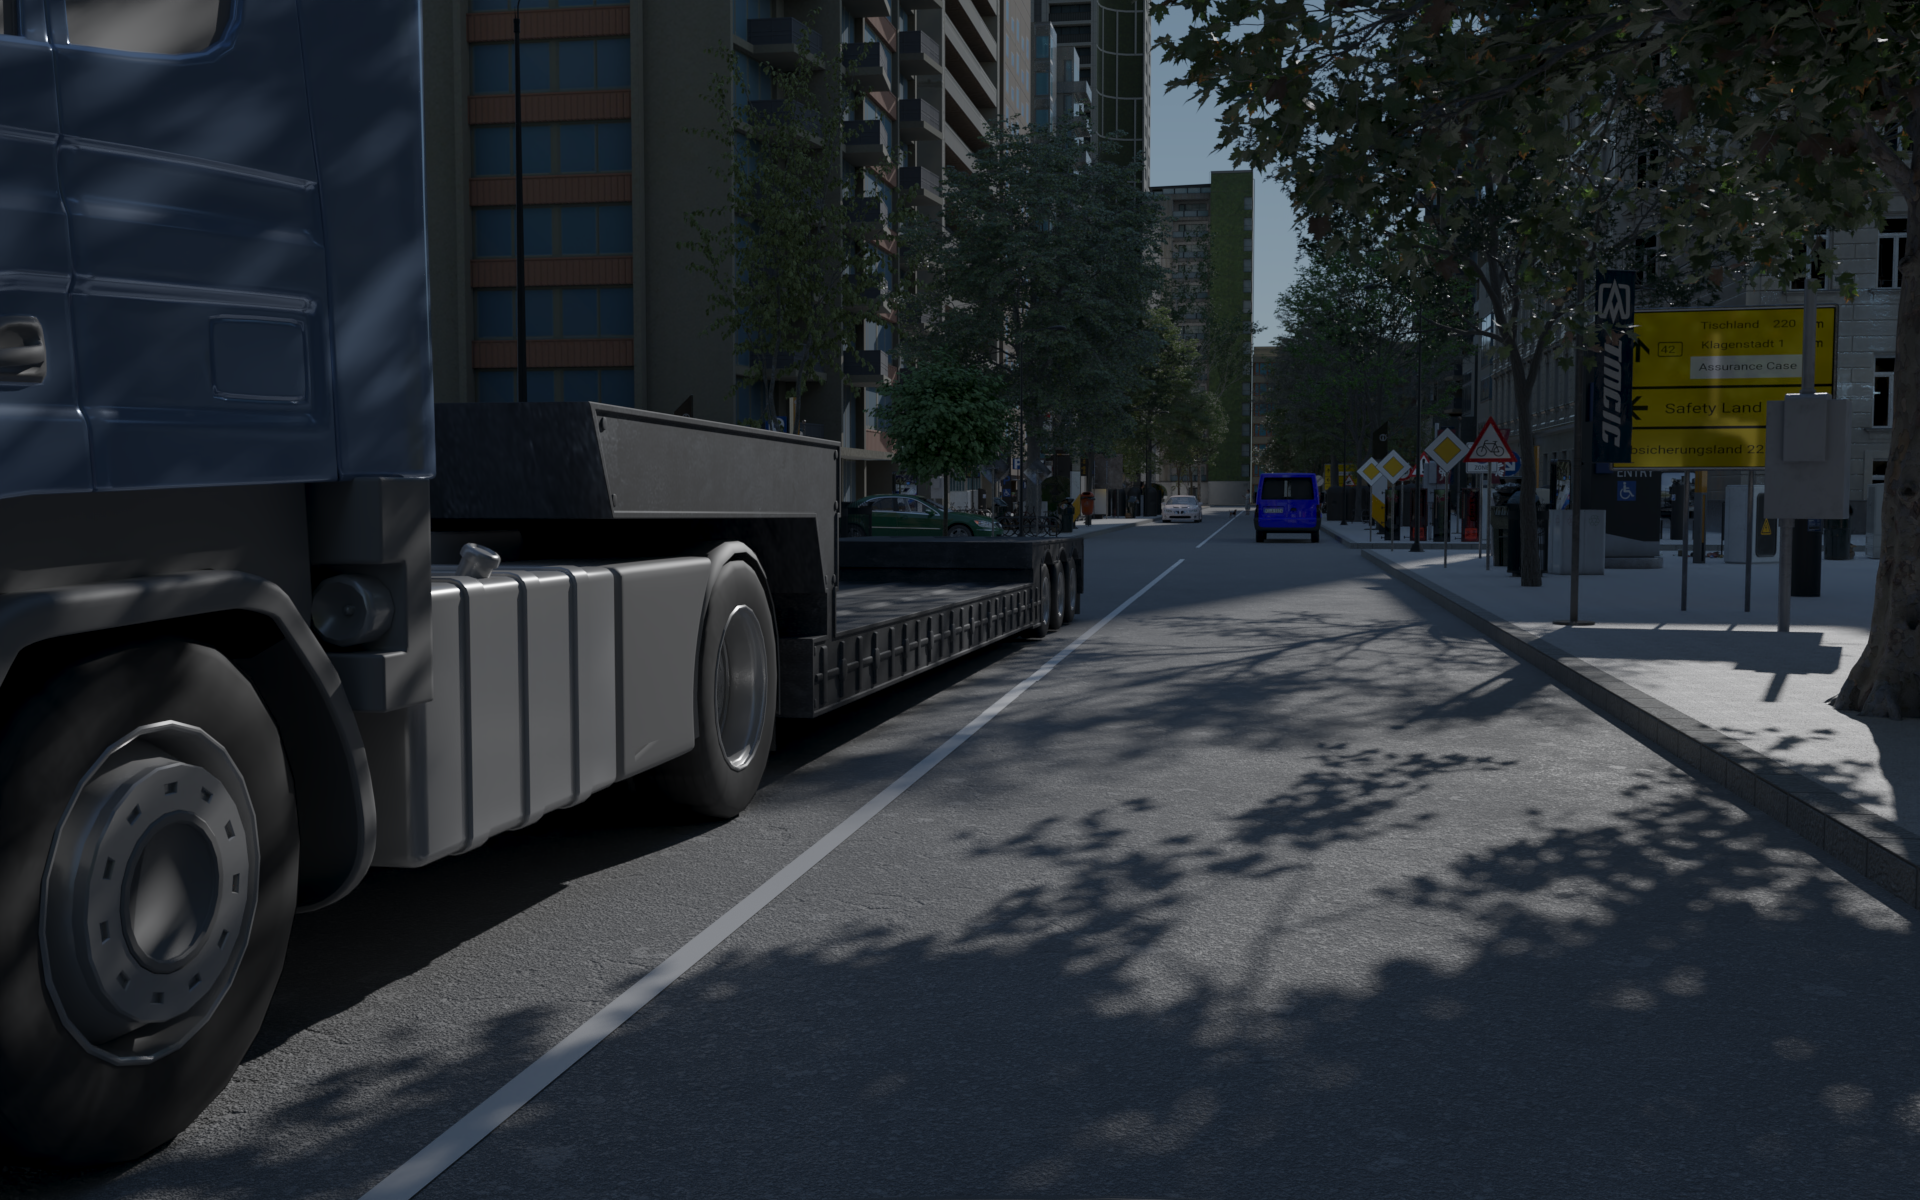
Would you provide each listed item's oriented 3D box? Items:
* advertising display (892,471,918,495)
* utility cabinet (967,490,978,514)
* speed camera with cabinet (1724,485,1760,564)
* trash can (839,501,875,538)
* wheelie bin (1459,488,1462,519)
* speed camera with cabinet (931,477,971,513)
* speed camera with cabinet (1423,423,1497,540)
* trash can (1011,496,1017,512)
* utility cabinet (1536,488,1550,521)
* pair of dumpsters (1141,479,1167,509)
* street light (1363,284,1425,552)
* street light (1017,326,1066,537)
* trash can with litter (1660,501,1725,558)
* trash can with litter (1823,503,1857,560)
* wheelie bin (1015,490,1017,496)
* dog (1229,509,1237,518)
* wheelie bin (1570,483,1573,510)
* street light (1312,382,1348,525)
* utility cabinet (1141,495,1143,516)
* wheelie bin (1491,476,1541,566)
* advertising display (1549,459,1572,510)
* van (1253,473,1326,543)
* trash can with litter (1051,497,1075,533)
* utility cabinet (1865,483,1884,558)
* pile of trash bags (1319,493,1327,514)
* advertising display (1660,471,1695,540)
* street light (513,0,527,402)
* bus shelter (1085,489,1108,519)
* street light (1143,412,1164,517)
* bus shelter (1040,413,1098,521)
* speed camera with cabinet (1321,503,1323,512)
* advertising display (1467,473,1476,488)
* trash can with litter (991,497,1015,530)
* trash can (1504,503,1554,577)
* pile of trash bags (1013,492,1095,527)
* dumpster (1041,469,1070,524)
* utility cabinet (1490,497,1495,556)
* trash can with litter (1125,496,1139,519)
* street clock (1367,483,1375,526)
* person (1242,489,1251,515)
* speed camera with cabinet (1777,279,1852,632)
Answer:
[{"bbox_3d":[-1.535,-2.635,48.290,0.123,1.923,0.974,3,4,38],"label":"advertising display"},{"bbox_3d":[0.639,-5.351,96.175,0.318,1.500,1.173,-1,4,-22],"label":"utility cabinet"},{"bbox_3d":[15.119,-2.319,32.245,2.038,3.252,0.660,-2,4,-32],"label":"speed camera with cabinet"},{"bbox_3d":[-2.020,-1.355,33.813,0.748,1.137,0.748,0,3,0],"label":"trash can"},{"bbox_3d":[26.217,-4.998,89.629,0.980,1.594,0.693,3,5,41],"label":"wheelie bin"},{"bbox_3d":[-0.483,-5.937,91.404,2.038,3.252,0.660,1,4,18],"label":"speed camera with cabinet"},{"bbox_3d":[13.986,-3.298,48.255,2.038,3.252,0.660,1,4,19],"label":"speed camera with cabinet"},{"bbox_3d":[3.568,-6.297,114.606,0.748,1.137,0.748,0,3,0],"label":"trash can"},{"bbox_3d":[21.983,-3.496,65.836,1.173,1.500,0.318,-3,5,-42],"label":"utility cabinet"},{"bbox_3d":[12.577,-6.719,112.346,1.574,2.255,4.437,1,4,10],"label":"pair of dumpsters"},{"bbox_3d":[9.606,-4.026,38.361,1.470,5.913,1.316,1,4,10],"label":"street light"},{"bbox_3d":[2.239,-4.614,47.979,1.470,5.913,1.316,1,4,10],"label":"street light"},{"bbox_3d":[15.375,-1.477,35.204,2.233,1.210,1.678,3,4,37],"label":"trash can with litter"},{"bbox_3d":[17.152,-1.375,33.869,0.624,1.170,1.055,3,4,37],"label":"trash can with litter"},{"bbox_3d":[4.189,-6.860,120.072,0.980,1.594,0.693,2,4,27],"label":"wheelie bin"},{"bbox_3d":[16.533,-5.239,104.952,0.406,0.507,0.540,1,4,19],"label":"dog"},{"bbox_3d":[17.406,-2.487,48.572,0.980,1.594,0.693,1,4,14],"label":"wheelie bin"},{"bbox_3d":[15.315,-6.047,71.408,1.470,5.913,1.316,1,4,10],"label":"street light"},{"bbox_3d":[10.899,-5.615,102.964,0.306,1.237,1.020,3,5,39],"label":"utility cabinet"},{"bbox_3d":[9.832,-1.393,30.684,0.693,1.594,0.980,-2,4,-34],"label":"wheelie bin"},{"bbox_3d":[11.233,-1.664,32.424,0.123,1.923,0.974,2,4,35],"label":"advertising display"},{"bbox_3d":[9.992,-2.954,52.681,2.240,2.365,5.245,1,4,11],"label":"van"},{"bbox_3d":[3.341,-2.820,57.491,0.624,1.170,1.055,-2,4,-33],"label":"trash can with litter"},{"bbox_3d":[18.243,-1.575,34.432,0.318,1.500,1.173,1,4,21],"label":"utility cabinet"},{"bbox_3d":[23.885,-6.414,114.616,1.912,1.369,3.447,1,4,15],"label":"pile of trash bags"},{"bbox_3d":[20.303,-2.677,48.977,0.974,1.923,0.123,2,4,29],"label":"advertising display"},{"bbox_3d":[-3.375,-2.616,15.319,1.470,5.913,1.316,1,4,10],"label":"street light"},{"bbox_3d":[7.196,-5.931,90.895,2.014,3.302,5.546,1,4,10],"label":"bus shelter"},{"bbox_3d":[11.035,-7.636,97.390,1.470,5.913,1.316,1,4,10],"label":"street light"},{"bbox_3d":[5.034,-6.407,82.386,2.179,5.291,8.768,1,4,10],"label":"bus shelter"},{"bbox_3d":[26.177,-7.701,120.249,2.038,3.252,0.660,1,4,21],"label":"speed camera with cabinet"},{"bbox_3d":[15.274,-2.849,51.795,0.123,1.923,0.974,1,4,8],"label":"advertising display"},{"bbox_3d":[1.597,-3.071,61.594,1.055,1.170,0.624,3,5,43],"label":"trash can with litter"},{"bbox_3d":[8.822,-0.932,26.898,0.748,1.137,0.748,0,3,0],"label":"trash can"},{"bbox_3d":[3.661,-3.598,68.586,3.447,1.369,1.912,1,4,15],"label":"pile of trash bags"},{"bbox_3d":[3.731,-3.877,65.877,1.502,2.255,1.985,1,4,10],"label":"dumpster"},{"bbox_3d":[11.378,-1.531,36.192,0.306,1.237,1.020,2,4,32],"label":"utility cabinet"},{"bbox_3d":[8.964,-4.842,90.546,0.624,1.170,1.055,1,4,16],"label":"trash can with litter"},{"bbox_3d":[16.595,-3.985,69.722,0.358,2.002,0.471,3,5,40],"label":"street clock"},{"bbox_3d":[19.446,-6.631,117.493,0.524,1.755,0.480,-2,4,-33],"label":"person"},{"bbox_3d":[8.503,-1.313,15.809,2.038,3.252,0.660,2,4,32],"label":"speed camera with cabinet"}]
